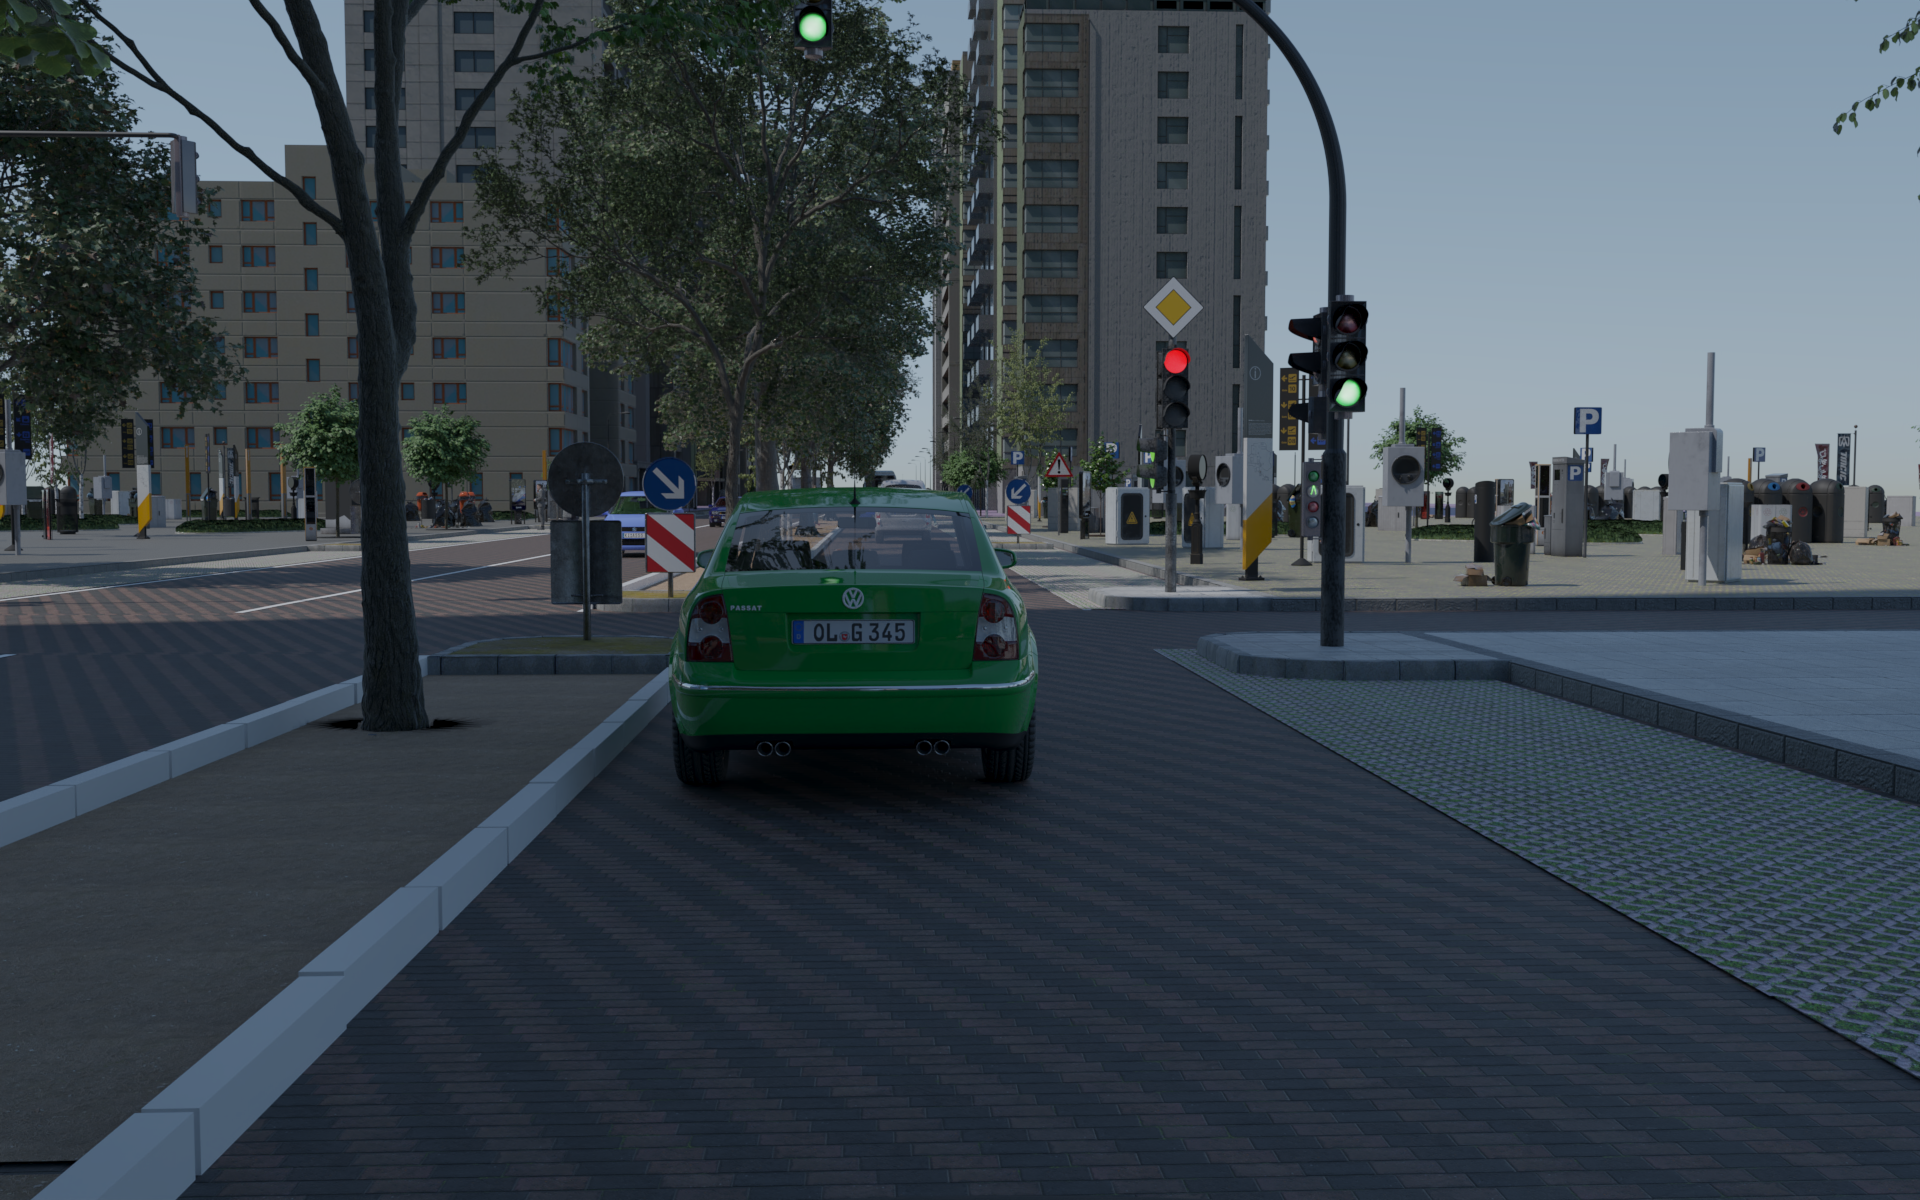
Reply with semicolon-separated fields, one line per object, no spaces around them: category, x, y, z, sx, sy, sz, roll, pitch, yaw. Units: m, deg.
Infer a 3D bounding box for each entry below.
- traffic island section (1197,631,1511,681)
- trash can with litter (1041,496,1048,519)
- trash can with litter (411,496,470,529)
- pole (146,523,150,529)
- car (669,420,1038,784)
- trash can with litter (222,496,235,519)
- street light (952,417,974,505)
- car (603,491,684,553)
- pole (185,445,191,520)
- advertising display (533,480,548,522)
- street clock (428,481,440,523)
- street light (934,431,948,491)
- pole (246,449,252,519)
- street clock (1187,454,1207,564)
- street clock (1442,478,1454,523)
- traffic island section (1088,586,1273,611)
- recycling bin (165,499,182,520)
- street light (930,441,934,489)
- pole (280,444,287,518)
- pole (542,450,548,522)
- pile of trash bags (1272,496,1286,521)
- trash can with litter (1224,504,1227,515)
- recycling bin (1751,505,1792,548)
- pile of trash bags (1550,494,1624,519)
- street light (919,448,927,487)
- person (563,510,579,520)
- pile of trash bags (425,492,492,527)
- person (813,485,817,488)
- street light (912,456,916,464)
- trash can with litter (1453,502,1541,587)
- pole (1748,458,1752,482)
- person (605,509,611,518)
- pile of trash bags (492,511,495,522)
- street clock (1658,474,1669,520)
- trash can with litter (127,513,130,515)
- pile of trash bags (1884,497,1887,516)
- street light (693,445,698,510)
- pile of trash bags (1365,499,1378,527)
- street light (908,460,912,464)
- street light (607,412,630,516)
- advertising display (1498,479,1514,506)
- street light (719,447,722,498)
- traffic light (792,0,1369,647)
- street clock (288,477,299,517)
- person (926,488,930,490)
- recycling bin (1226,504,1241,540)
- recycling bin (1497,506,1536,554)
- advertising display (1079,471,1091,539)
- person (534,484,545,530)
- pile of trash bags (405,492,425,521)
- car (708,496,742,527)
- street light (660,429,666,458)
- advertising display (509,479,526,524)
traffic island section;3.159;0.466;14.664;2.009;0.180;2.903;0;4;-3
trash can with litter;4.600;-4.830;90.364;0.624;1.170;1.055;1;4;18
trash can with litter;-19.605;-3.314;65.244;2.233;1.210;1.678;-1;4;-23
pole;-30.085;-4.288;63.959;0.158;3.312;0.155;0;3;0
car;-0.594;-0.071;9.961;1.959;1.807;4.718;0;4;-3
trash can with litter;-31.132;-3.791;73.040;2.233;1.210;1.678;0;4;8
street light;0.272;-8.105;105.053;1.470;5.913;1.316;0;4;-3
car;-7.412;-1.895;40.572;1.945;1.707;3.694;0;4;-4
pole;-31.991;-4.765;71.749;0.158;3.312;0.155;0;3;0
advertising display;-19.031;-4.490;78.619;0.123;1.923;0.974;1;4;20
street clock;-23.046;-4.365;75.936;0.471;2.002;0.358;0;4;5
street light;-0.949;-9.498;127.831;1.470;5.913;1.316;0;4;-3
pole;-32.087;-5.155;78.125;0.158;3.312;0.155;0;3;0
street clock;4.338;-1.658;31.684;0.358;2.002;0.471;2;4;26
street clock;21.905;-4.476;77.745;0.358;2.002;0.471;-3;4;-37
traffic island section;2.776;-0.022;22.640;2.009;0.180;2.903;0;4;-3
recycling bin;-39.792;-4.578;87.409;0.722;1.027;0.722;0;4;3
street light;-1.932;-10.911;150.943;1.470;5.913;1.316;0;4;-3
pole;-27.621;-4.702;70.725;0.158;3.312;0.155;0;3;0
pole;-19.346;-5.316;80.755;0.158;3.312;0.155;0;3;0
pile of trash bags;11.338;-3.195;61.992;3.447;1.369;1.912;2;4;28
trash can with litter;9.113;-2.735;56.108;1.055;1.170;0.624;0;4;1
recycling bin;18.982;-1.711;40.533;0.722;1.027;0.722;1;4;10
pile of trash bags;22.195;-3.202;62.102;1.912;1.369;3.447;-3;5;-40
street light;-3.149;-12.329;174.120;1.470;5.913;1.316;0;4;-3
person;-9.698;-2.123;43.401;0.537;1.800;0.526;-2;4;-27
pile of trash bags;-20.011;-3.637;69.215;1.912;1.369;3.447;-1;4;-8
person;-6.557;-4.266;78.259;0.555;1.821;0.388;-1;4;-22
street light;-4.783;-14.595;211.172;1.470;5.913;1.316;0;4;-3
trash can with litter;7.467;-0.777;24.088;1.055;1.170;0.624;0;4;-5
pole;44.741;-6.381;98.166;0.158;3.312;0.155;0;3;0
person;-16.485;-4.461;81.613;0.709;1.800;0.728;2;4;33
pile of trash bags;-22.403;-4.262;79.441;1.912;1.369;3.447;-1;4;-18
street clock;25.043;-3.487;61.579;0.358;2.002;0.471;-1;4;-15
trash can with litter;-41.209;-4.600;86.591;0.624;1.170;1.055;3;5;44
pile of trash bags;43.849;-4.490;83.166;1.912;1.369;3.447;2;4;32
street light;-21.438;-10.465;143.644;1.470;5.913;1.316;0;4;-3
pile of trash bags;15.855;-3.597;68.570;1.912;1.369;3.447;0;4;7
street light;-5.865;-15.977;233.765;1.470;5.913;1.316;0;4;-3
street light;-19.324;-7.673;97.988;1.470;5.913;1.316;0;4;-3
advertising display;23.078;-4.160;73.229;0.974;1.923;0.123;-3;4;-37
street light;-22.592;-11.885;166.853;1.470;5.913;1.316;0;4;-3
traffic light;1.033;-2.424;14.307;4.771;5.953;1.251;0;4;-3
street clock;-27.882;-4.153;72.473;0.471;2.002;0.358;3;4;39
person;-1.378;-4.199;77.988;0.563;1.720;0.643;-3;5;-44
recycling bin;7.844;-2.197;48.477;0.722;1.027;0.722;1;4;13
recycling bin;11.951;-1.508;37.216;0.722;1.027;0.722;1;4;10
advertising display;3.554;-2.696;49.292;0.123;1.923;0.974;1;4;18
person;-16.717;-3.703;68.852;0.447;1.846;0.655;-1;4;-9
pile of trash bags;-26.536;-4.452;82.549;1.912;1.369;3.447;1;4;20
car;-10.044;-3.896;76.280;1.945;1.354;3.894;0;4;-2
street light;-20.374;-9.083;121.050;1.470;5.913;1.316;0;4;-3
advertising display;-18.745;-4.171;73.414;0.123;1.923;0.974;2;4;24
